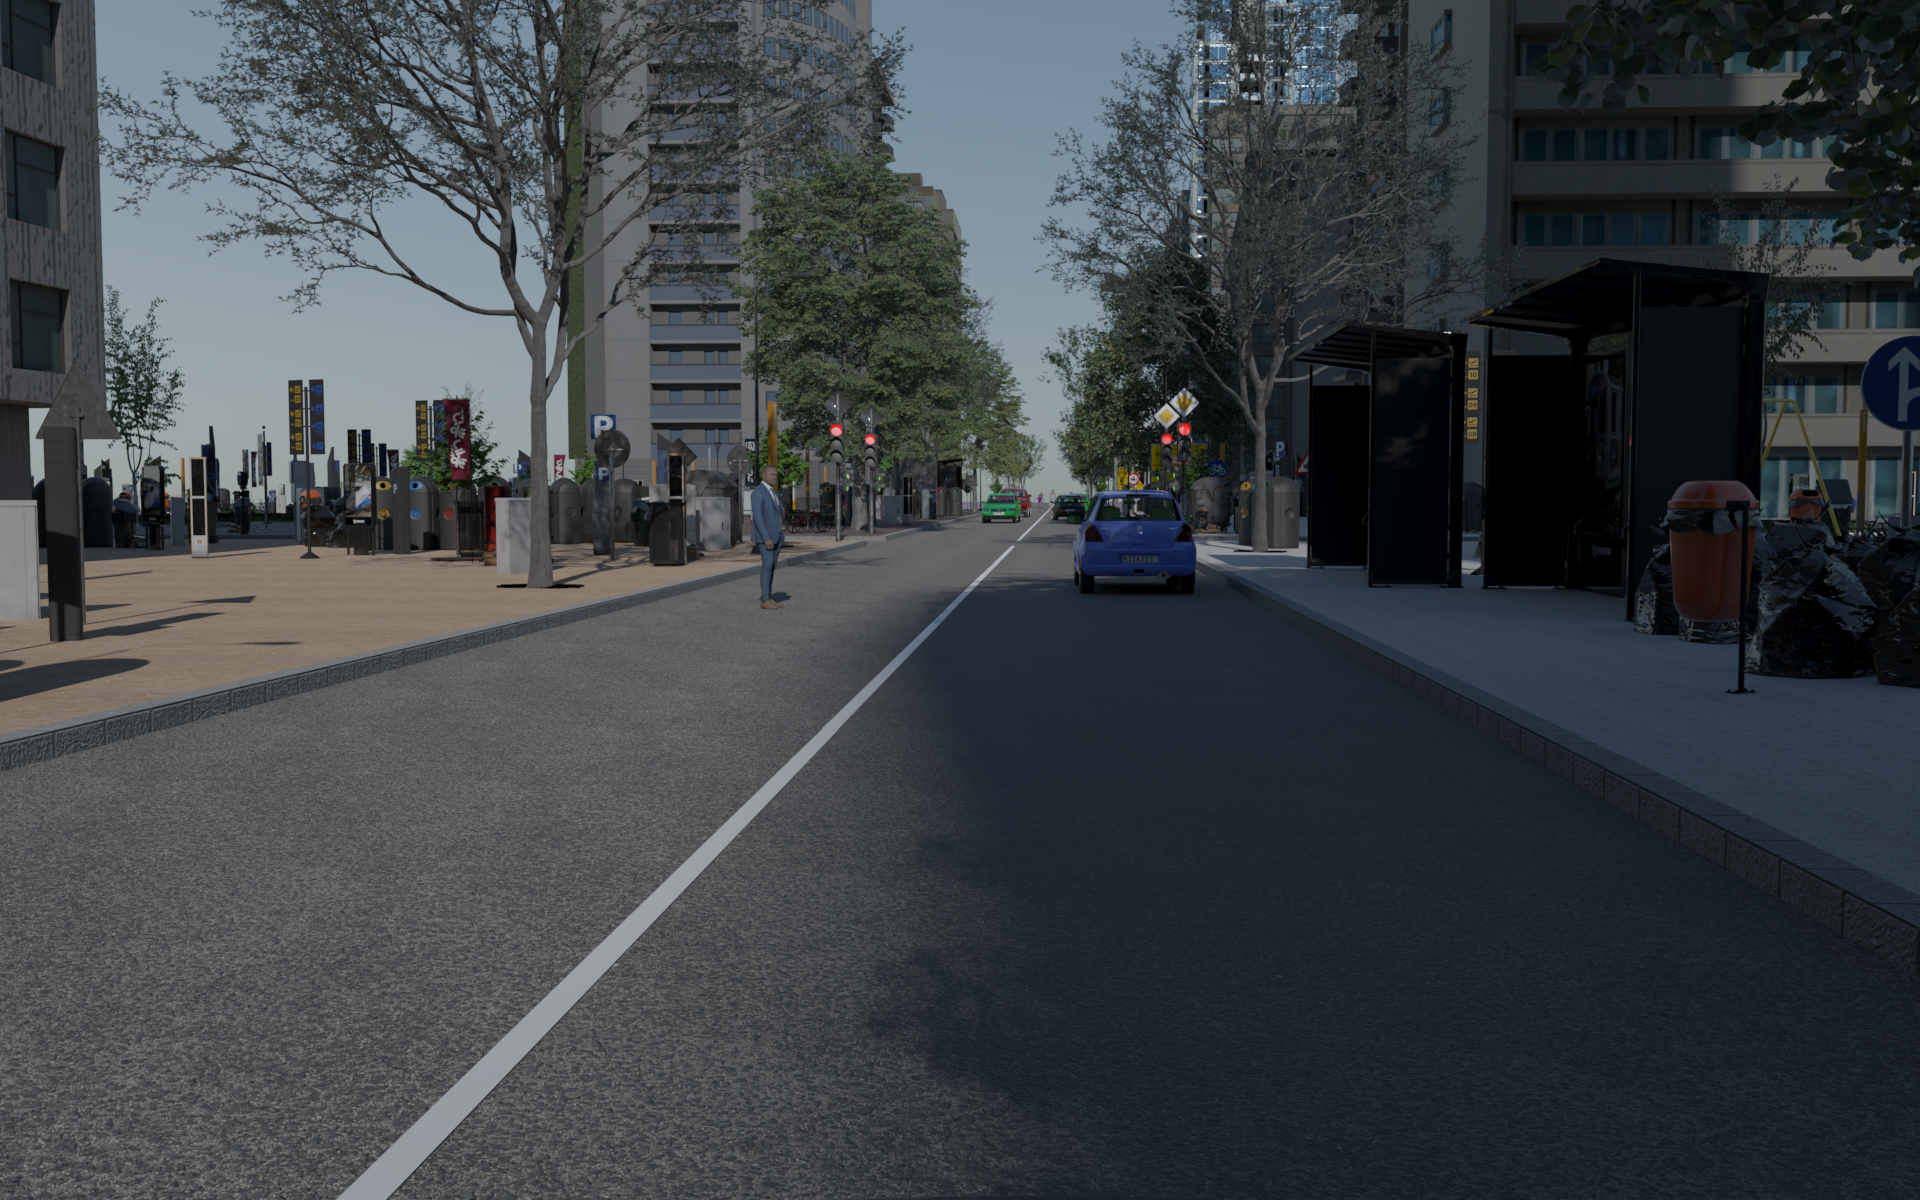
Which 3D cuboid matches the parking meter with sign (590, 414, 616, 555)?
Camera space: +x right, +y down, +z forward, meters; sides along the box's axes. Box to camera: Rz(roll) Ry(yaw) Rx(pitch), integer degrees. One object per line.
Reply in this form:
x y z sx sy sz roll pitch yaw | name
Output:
-7.658 -2.501 37.150 0.543 3.016 1.738 -1 4 -10 | parking meter with sign

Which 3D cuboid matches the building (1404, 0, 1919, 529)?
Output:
29.986 -27.373 71.247 21.600 48.544 21.300 0 4 3 | building

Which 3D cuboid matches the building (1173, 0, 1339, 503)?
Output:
40.448 -56.664 239.129 22.319 86.520 31.000 0 4 3 | building

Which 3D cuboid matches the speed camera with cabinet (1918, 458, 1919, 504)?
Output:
23.765 -2.911 41.935 0.660 3.252 2.038 3 5 42 | speed camera with cabinet

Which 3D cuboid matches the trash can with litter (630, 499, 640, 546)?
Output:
-7.508 -1.882 42.153 1.055 1.170 0.624 2 4 31 | trash can with litter

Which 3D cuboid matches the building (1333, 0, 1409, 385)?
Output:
35.514 -27.731 108.032 22.147 44.769 28.867 0 4 3 | building

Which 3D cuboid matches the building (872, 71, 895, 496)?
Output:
-18.198 -31.749 173.721 22.147 44.769 28.867 0 4 3 | building

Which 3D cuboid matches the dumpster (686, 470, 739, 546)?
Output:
-6.143 -2.217 42.012 1.264 1.857 1.865 0 4 3 | dumpster

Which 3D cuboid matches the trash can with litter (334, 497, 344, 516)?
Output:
-23.747 -3.364 66.393 0.624 1.170 1.055 0 4 6 | trash can with litter

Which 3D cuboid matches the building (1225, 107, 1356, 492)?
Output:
41.369 -28.984 165.775 32.217 40.220 23.993 0 4 3 | building

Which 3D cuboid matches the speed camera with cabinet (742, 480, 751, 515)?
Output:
-13.413 -6.963 108.182 2.038 3.252 0.660 -3 5 -43 | speed camera with cabinet

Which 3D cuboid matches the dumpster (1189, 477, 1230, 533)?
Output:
8.384 -3.199 58.054 1.264 1.857 1.865 0 4 3 | dumpster

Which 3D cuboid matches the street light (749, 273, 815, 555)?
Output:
-3.752 -3.915 36.552 1.470 5.913 1.316 0 4 3 | street light

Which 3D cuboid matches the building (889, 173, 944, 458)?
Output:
-10.148 -36.409 245.399 14.600 45.320 14.200 0 4 3 | building

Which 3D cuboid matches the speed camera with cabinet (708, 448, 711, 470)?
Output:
-11.358 -4.874 74.028 2.038 3.252 0.660 2 4 30 | speed camera with cabinet

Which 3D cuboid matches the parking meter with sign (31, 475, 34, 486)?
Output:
-37.529 -4.481 69.522 1.738 3.016 0.543 -2 4 -26 | parking meter with sign

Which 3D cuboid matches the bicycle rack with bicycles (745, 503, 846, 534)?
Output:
-5.080 -2.709 57.679 2.925 0.926 2.852 -3 4 -36 | bicycle rack with bicycles

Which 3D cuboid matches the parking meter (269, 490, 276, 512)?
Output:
-38.371 -5.399 96.680 0.372 1.533 0.369 0 3 0 | parking meter

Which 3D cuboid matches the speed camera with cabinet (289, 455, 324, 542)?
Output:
-17.804 -3.234 47.213 0.660 3.252 2.038 -2 4 -29 | speed camera with cabinet

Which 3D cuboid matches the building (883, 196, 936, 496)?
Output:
-10.725 -33.506 231.416 14.154 41.232 14.086 0 4 3 | building

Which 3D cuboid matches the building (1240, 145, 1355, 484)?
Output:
30.854 -22.994 147.659 14.160 30.474 14.107 0 4 3 | building

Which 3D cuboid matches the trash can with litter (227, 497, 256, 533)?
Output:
-24.115 -2.855 58.069 0.624 1.170 1.055 0 4 1 | trash can with litter

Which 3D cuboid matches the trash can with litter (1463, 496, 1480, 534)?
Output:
16.405 -2.746 55.954 1.678 1.210 2.233 -2 4 -30 | trash can with litter

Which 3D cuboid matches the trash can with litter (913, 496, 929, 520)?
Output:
-2.327 -4.532 85.153 1.678 1.210 2.233 -1 4 -17 | trash can with litter

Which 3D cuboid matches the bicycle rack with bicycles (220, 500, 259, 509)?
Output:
-48.631 -6.196 114.688 2.852 0.926 2.925 3 5 44 | bicycle rack with bicycles

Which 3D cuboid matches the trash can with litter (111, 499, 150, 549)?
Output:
-19.620 -1.817 41.095 1.055 1.170 0.624 2 4 31 | trash can with litter

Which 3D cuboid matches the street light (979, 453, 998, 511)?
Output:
2.112 -9.715 131.381 1.470 5.913 1.316 0 4 3 | street light

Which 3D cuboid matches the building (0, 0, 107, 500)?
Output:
-23.027 -15.666 27.842 14.107 30.474 14.160 0 4 3 | building

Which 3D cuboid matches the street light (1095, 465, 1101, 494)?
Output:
11.450 -10.221 139.651 1.470 5.913 1.316 0 4 3 | street light

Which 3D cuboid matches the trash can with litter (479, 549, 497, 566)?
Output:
-8.079 -1.196 30.948 1.055 1.170 0.624 0 4 7 | trash can with litter

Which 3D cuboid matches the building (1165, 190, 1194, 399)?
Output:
43.235 -39.837 270.941 23.786 49.044 30.456 0 4 3 | building

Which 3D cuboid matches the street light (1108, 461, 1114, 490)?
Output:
8.806 -7.547 95.935 1.470 5.913 1.316 0 4 3 | street light

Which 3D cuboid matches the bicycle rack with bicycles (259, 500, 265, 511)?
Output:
-52.608 -7.229 131.583 2.925 0.926 2.852 -2 4 -35 | bicycle rack with bicycles

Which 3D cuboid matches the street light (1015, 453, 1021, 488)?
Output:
6.016 -13.711 196.710 1.470 5.913 1.316 0 4 3 | street light

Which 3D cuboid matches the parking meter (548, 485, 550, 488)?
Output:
-27.303 -6.660 114.598 0.255 1.863 0.399 -3 5 -41 | parking meter

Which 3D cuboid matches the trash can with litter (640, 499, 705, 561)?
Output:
-5.498 -1.347 33.411 1.055 1.170 0.624 -3 5 -41 | trash can with litter

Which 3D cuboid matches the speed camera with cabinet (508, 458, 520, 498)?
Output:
-24.641 -6.155 94.971 0.660 3.252 2.038 -2 4 -35 | speed camera with cabinet

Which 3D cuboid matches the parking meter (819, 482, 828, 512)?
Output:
-6.564 -4.757 83.483 0.399 1.863 0.255 -3 5 -42 | parking meter

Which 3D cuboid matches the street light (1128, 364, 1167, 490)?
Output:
6.832 -5.479 62.126 1.470 5.913 1.316 0 4 3 | street light

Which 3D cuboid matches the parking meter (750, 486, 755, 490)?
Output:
-15.397 -7.523 128.709 0.399 1.863 0.255 1 4 14 | parking meter

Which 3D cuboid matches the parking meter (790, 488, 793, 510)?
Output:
-12.060 -7.193 123.311 0.255 1.863 0.399 3 5 40 | parking meter

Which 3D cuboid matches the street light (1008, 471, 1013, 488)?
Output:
4.057 -11.715 164.087 1.470 5.913 1.316 0 4 3 | street light

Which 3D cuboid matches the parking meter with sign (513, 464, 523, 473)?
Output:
-25.369 -6.370 100.408 0.543 3.016 1.738 0 4 2 | parking meter with sign

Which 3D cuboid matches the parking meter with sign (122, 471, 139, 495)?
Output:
-63.997 -8.371 133.134 1.738 3.016 0.543 1 4 15 | parking meter with sign

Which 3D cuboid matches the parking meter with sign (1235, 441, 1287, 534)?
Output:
9.750 -3.667 56.224 1.738 3.016 0.543 -2 4 -28 | parking meter with sign

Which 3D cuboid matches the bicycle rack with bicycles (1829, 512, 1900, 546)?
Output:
17.889 -1.230 33.486 2.925 0.926 2.852 -1 4 -12 | bicycle rack with bicycles

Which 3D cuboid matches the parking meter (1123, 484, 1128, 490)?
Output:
10.017 -6.012 104.014 0.399 1.863 0.255 0 4 -2 | parking meter

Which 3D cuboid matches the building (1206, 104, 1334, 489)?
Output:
33.275 -30.684 185.272 14.154 41.232 14.086 0 4 3 | building

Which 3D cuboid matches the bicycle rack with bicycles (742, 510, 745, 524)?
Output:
-7.753 -3.678 73.521 2.852 0.926 2.925 3 4 36 | bicycle rack with bicycles

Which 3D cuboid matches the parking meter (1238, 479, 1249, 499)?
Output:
11.104 -3.796 67.768 0.399 1.863 0.255 0 4 -4 | parking meter

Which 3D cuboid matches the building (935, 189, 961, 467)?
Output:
-11.033 -40.022 278.064 21.300 48.544 21.600 0 4 3 | building

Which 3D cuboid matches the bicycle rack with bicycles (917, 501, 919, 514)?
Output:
-1.876 -5.757 107.507 2.852 0.926 2.925 1 4 9 | bicycle rack with bicycles

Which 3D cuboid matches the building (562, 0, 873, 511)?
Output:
-19.304 -36.869 144.811 21.231 58.520 28.212 0 4 3 | building

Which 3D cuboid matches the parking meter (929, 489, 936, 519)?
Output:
-1.384 -4.848 87.681 0.372 1.533 0.369 0 3 0 | parking meter

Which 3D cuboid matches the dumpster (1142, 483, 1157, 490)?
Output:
9.666 -4.909 86.021 1.264 1.857 1.865 0 4 3 | dumpster

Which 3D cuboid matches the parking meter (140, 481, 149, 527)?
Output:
-31.970 -3.813 68.047 0.255 1.863 0.399 1 4 18 | parking meter
